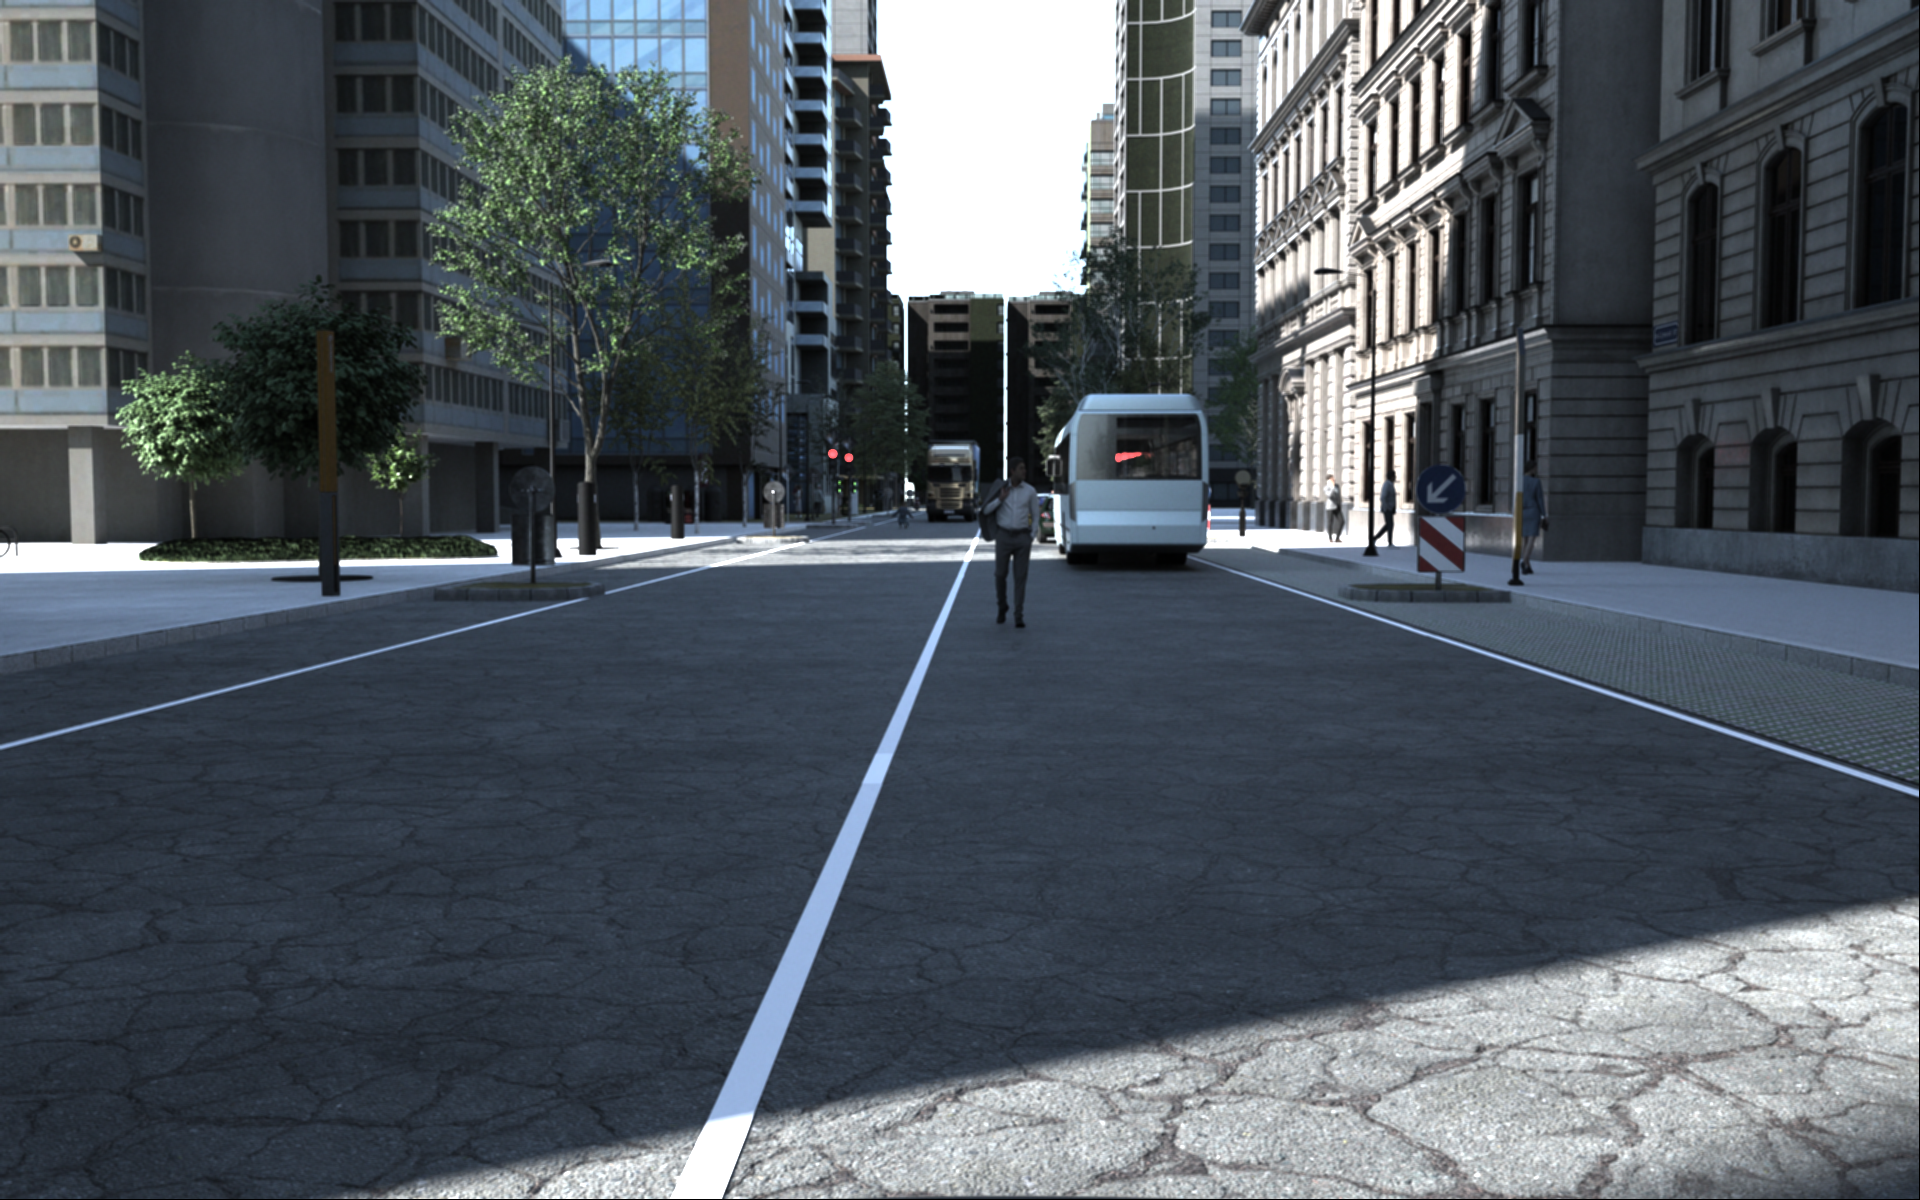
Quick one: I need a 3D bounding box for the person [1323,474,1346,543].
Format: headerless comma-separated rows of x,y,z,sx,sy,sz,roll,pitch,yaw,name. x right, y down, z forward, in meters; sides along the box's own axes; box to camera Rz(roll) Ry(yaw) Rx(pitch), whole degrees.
9.791,-2.387,45.253,0.592,1.802,0.473,-1,4,-15,person

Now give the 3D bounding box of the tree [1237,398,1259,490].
17.214,-8.764,93.650,4.360,8.622,3.978,0,3,0,tree

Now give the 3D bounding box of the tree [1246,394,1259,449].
17.518,-9.216,85.086,7.601,10.594,8.767,1,4,15,tree

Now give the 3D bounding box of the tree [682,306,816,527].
-8.466,-7.135,67.012,4.360,8.622,3.978,0,3,0,tree

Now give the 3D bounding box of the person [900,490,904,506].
-6.372,-11.341,192.200,0.721,1.736,1.217,-1,4,-12,person

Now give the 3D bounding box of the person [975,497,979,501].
0.944,-6.295,111.603,0.721,1.800,0.419,-2,4,-27,person

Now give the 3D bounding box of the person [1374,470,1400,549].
10.017,-2.136,40.810,0.795,1.843,0.661,2,4,31,person

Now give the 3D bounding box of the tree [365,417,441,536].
-13.784,-2.917,42.291,1.663,3.219,1.824,0,3,0,tree

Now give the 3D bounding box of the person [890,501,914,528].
-2.468,-3.599,72.840,1.012,1.151,0.738,0,4,3,person

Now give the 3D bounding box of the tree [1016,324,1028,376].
9.595,-17.638,144.262,12.611,20.169,13.585,0,3,0,tree

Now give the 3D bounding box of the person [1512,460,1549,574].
9.077,-1.326,27.740,0.654,1.822,0.581,-3,5,-40,person

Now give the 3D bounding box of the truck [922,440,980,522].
-0.329,-6.335,92.487,2.839,4.237,11.283,0,4,2,truck

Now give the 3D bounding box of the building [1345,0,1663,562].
15.946,-10.801,41.229,10.561,19.102,19.286,0,4,1,building

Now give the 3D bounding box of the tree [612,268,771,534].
-8.251,-6.444,55.716,4.737,8.622,4.395,0,3,0,tree

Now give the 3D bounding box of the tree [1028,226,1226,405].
12.164,-16.180,120.438,12.611,20.169,13.585,0,3,0,tree

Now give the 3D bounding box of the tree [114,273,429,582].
-9.633,-2.576,25.836,4.285,4.588,4.351,0,3,0,tree

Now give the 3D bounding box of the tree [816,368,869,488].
-7.466,-9.267,101.876,4.360,8.622,3.978,0,3,0,tree

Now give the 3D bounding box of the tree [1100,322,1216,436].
10.367,-9.811,94.827,7.601,10.594,8.767,-1,4,-11,tree

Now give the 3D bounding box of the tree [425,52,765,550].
-8.462,-6.993,40.093,9.928,11.665,9.643,0,3,0,tree

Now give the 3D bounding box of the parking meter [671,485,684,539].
-8.044,-2.501,49.310,0.372,1.533,0.369,0,3,0,parking meter

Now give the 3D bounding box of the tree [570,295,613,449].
-11.409,-6.737,60.507,4.737,8.622,4.395,0,3,0,tree

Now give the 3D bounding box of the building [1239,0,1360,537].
16.635,-14.176,60.662,11.050,23.489,19.941,0,4,1,building

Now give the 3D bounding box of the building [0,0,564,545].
-26.516,-22.411,58.295,23.993,40.220,32.217,0,4,1,building

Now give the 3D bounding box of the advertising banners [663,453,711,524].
-11.721,-4.785,74.429,2.074,3.025,0.090,0,4,-4,advertising banners

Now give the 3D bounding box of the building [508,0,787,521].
-16.768,-26.849,89.099,14.600,45.320,14.200,0,4,1,building

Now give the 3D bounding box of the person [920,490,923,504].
-4.751,-12.678,213.423,0.705,1.812,1.348,0,4,2,person

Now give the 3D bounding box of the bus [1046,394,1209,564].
3.492,-2.666,38.453,2.948,3.499,13.247,0,4,2,bus

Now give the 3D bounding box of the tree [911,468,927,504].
-4.665,-14.296,217.456,4.285,4.588,4.351,0,3,0,tree

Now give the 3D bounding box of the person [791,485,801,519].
-8.390,-5.030,88.845,0.524,1.755,0.480,-1,4,-9,person

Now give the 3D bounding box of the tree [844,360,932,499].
-5.865,-13.993,146.914,7.486,12.596,7.792,0,3,0,tree

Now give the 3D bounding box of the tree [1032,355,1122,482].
11.542,-15.477,159.703,9.857,13.997,8.962,0,3,0,tree

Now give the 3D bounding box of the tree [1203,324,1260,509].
18.596,-10.953,104.842,9.928,11.665,9.643,0,3,0,tree

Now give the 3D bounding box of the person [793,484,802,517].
-8.988,-5.510,96.099,0.580,1.828,0.573,1,4,13,person

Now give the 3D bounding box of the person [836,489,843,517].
-6.840,-5.636,98.534,0.374,1.781,0.599,3,4,38,person

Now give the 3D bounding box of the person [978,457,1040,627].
0.538,-0.632,18.930,0.679,1.850,0.850,0,4,-5,person

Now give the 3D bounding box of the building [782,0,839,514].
-19.593,-49.663,124.656,22.319,86.520,31.000,0,4,1,building

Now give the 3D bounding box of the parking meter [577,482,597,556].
-7.789,-1.698,36.171,0.372,1.533,0.369,0,3,0,parking meter

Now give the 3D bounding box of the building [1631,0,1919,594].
17.337,-11.926,14.071,14.460,24.649,34.723,0,4,1,building

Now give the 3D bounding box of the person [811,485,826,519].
-7.278,-5.055,89.176,0.782,1.767,0.515,2,4,33,person

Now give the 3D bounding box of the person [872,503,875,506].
-6.251,-7.492,134.041,0.738,1.151,1.012,-3,4,-36,person

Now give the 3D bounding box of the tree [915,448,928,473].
-4.276,-17.216,231.837,4.737,8.622,4.395,0,3,0,tree

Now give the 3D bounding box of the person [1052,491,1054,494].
8.763,-9.511,164.550,0.434,1.755,0.990,2,4,26,person
